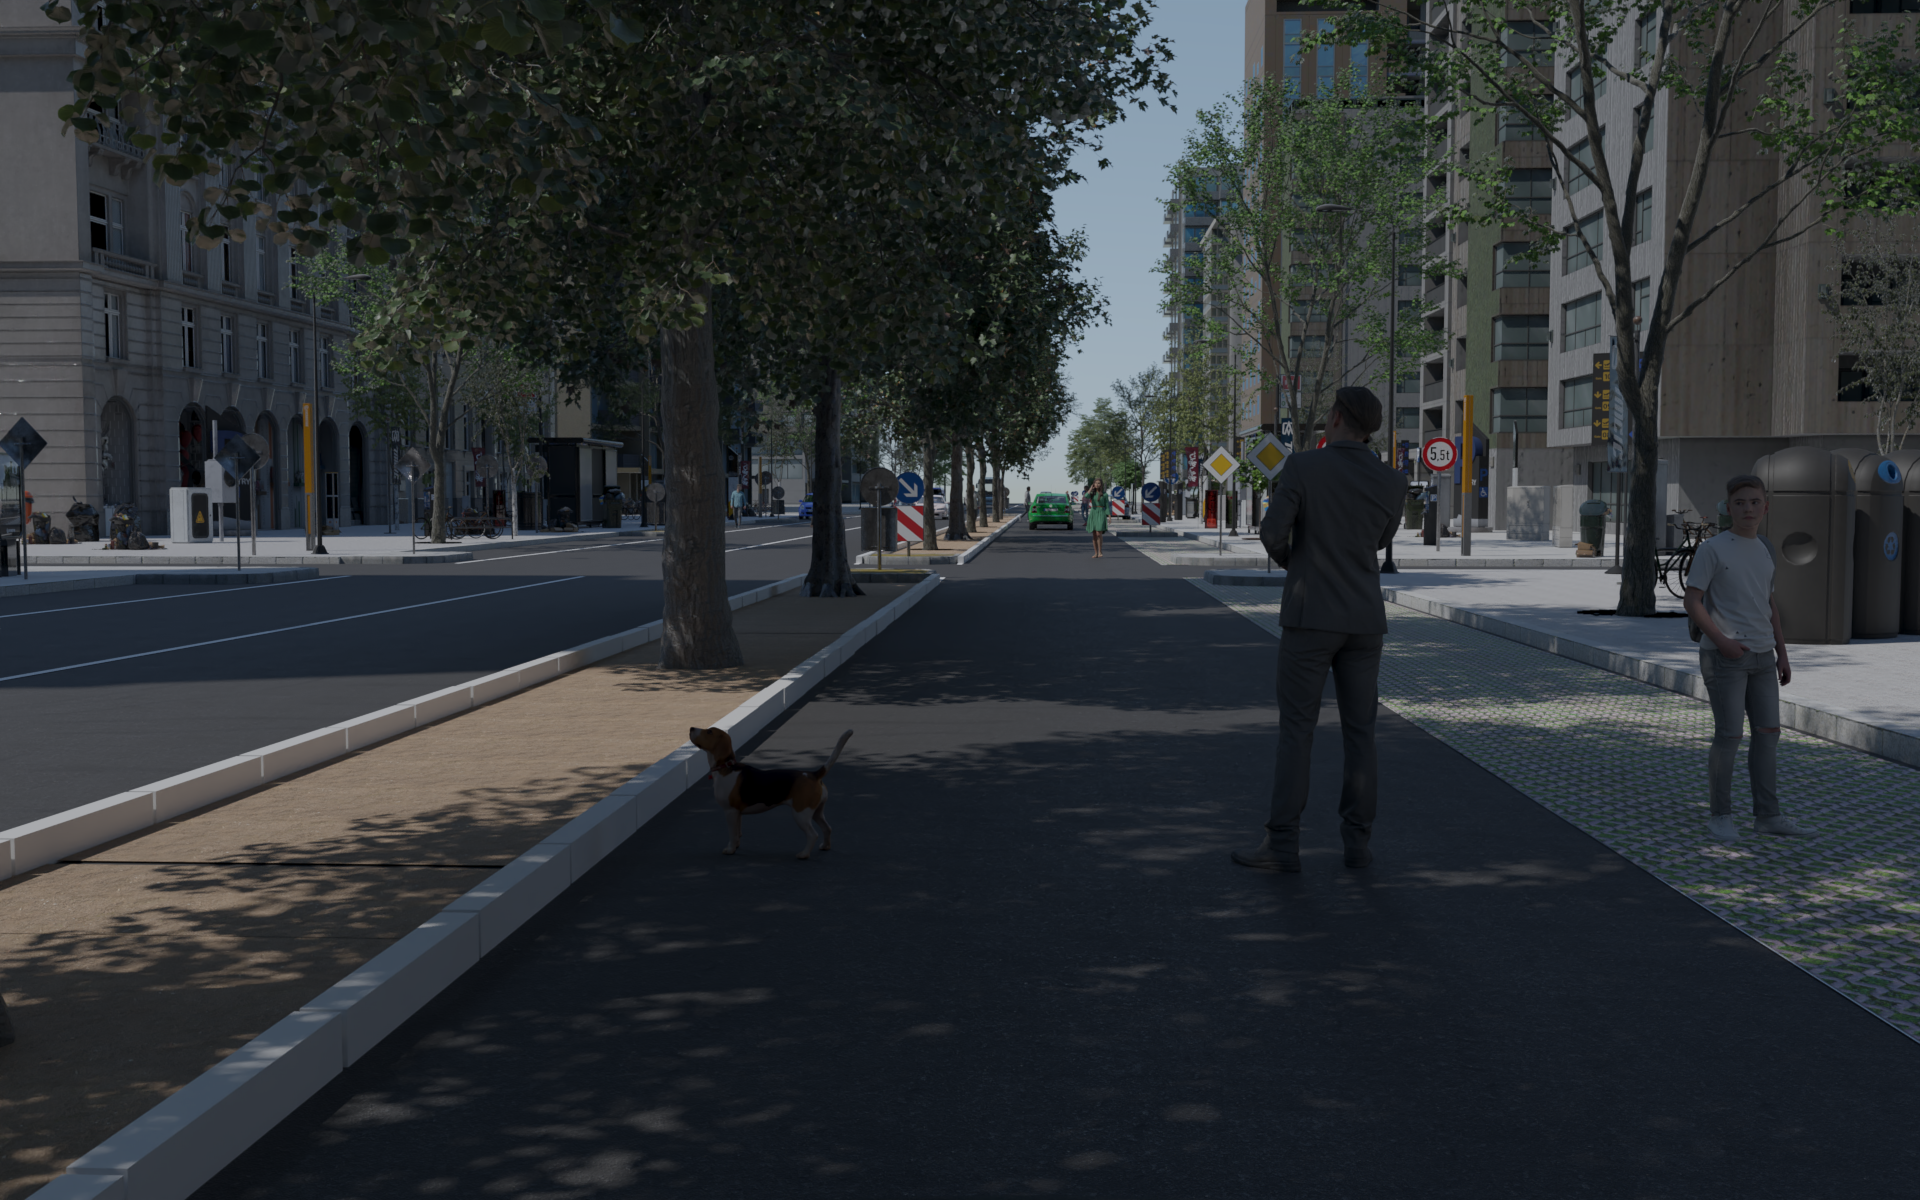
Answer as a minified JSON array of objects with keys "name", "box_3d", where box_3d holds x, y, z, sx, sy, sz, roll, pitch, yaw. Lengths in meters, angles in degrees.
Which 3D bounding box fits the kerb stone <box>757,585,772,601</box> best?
[{"name":"kerb stone","box_3d":[-2.708,-0.070,23.356,0.120,0.150,1.000,0,4,3]}]

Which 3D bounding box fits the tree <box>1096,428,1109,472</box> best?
[{"name":"tree","box_3d":[14.181,-12.344,152.194,4.737,8.622,4.395,0,3,0]}]

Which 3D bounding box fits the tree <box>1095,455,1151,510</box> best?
[{"name":"tree","box_3d":[14.082,-9.724,142.706,4.285,4.588,4.351,0,3,0]}]

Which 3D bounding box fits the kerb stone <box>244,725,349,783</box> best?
[{"name":"kerb stone","box_3d":[-3.454,0.807,9.006,0.120,0.150,1.000,0,4,3]}]

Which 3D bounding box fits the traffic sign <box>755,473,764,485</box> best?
[{"name":"traffic sign","box_3d":[-11.646,-6.187,101.257,0.768,2.556,0.104,1,4,12]}]

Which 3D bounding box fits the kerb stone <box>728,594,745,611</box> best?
[{"name":"kerb stone","box_3d":[-2.831,0.057,21.309,0.120,0.150,1.000,0,4,3]}]

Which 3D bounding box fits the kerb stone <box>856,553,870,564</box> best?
[{"name":"kerb stone","box_3d":[-2.055,-0.855,36.182,0.120,0.150,1.000,0,4,3]}]

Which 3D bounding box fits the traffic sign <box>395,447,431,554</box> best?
[{"name":"traffic sign","box_3d":[-11.649,-2.034,36.898,0.795,2.450,0.064,0,4,3]}]

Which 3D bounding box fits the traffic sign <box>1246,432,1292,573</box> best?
[{"name":"traffic sign","box_3d":[5.011,-1.491,28.028,0.795,2.450,0.064,0,4,3]}]

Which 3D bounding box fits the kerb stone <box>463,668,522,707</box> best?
[{"name":"kerb stone","box_3d":[-3.287,0.620,12.081,0.120,0.150,1.000,0,4,3]}]

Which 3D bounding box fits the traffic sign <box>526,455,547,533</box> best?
[{"name":"traffic sign","box_3d":[-13.918,-3.473,56.886,0.768,2.556,0.104,1,4,12]}]

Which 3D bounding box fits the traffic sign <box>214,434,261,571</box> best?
[{"name":"traffic sign","box_3d":[-12.060,-1.546,28.924,0.795,2.450,0.064,0,4,3]}]

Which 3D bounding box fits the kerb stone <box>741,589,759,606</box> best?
[{"name":"kerb stone","box_3d":[-2.771,-0.006,22.336,0.120,0.150,1.000,0,4,3]}]

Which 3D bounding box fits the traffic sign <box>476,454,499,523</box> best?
[{"name":"traffic sign","box_3d":[-15.203,-3.399,55.680,0.768,2.556,0.104,1,4,9]}]

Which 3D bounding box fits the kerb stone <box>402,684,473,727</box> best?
[{"name":"kerb stone","box_3d":[-3.350,0.681,11.061,0.120,0.150,1.000,0,4,3]}]

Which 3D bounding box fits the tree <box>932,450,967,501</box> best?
[{"name":"tree","box_3d":[-2.233,-21.278,266.017,7.486,12.596,7.792,0,3,0]}]

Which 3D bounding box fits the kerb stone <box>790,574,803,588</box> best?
[{"name":"kerb stone","box_3d":[-2.560,-0.259,26.429,0.120,0.150,1.000,0,4,3]}]

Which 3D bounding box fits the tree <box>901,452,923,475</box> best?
[{"name":"tree","box_3d":[-5.931,-15.267,199.971,4.360,8.622,3.978,0,3,0]}]

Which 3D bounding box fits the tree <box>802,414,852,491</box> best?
[{"name":"tree","box_3d":[-9.884,-10.883,128.292,4.737,8.622,4.395,0,3,0]}]

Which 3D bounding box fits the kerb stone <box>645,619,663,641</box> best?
[{"name":"kerb stone","box_3d":[-3.029,0.305,17.202,0.120,0.150,1.000,0,4,3]}]

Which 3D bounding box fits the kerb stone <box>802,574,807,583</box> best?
[{"name":"kerb stone","box_3d":[-2.498,-0.319,27.449,0.120,0.150,1.000,0,4,3]}]

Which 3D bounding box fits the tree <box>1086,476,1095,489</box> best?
[{"name":"tree","box_3d":[18.279,-14.760,225.039,4.285,4.588,4.351,0,3,0]}]

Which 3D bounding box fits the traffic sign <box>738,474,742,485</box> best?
[{"name":"traffic sign","box_3d":[-11.575,-5.344,89.508,0.606,2.300,0.079,0,4,8]}]

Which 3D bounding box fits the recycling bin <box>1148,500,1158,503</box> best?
[{"name":"recycling bin","box_3d":[11.464,-5.441,101.516,0.722,1.027,0.722,1,4,21]}]

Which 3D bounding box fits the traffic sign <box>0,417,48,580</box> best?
[{"name":"traffic sign","box_3d":[-14.028,-1.514,25.946,0.795,2.450,0.064,0,4,7]}]

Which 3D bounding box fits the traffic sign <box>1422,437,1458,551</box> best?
[{"name":"traffic sign","box_3d":[10.701,-2.360,38.688,0.768,2.556,0.104,1,4,11]}]

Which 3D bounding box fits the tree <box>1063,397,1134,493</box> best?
[{"name":"tree","box_3d":[17.026,-17.408,202.747,7.486,12.596,7.792,0,3,0]}]

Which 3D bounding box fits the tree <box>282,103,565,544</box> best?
[{"name":"tree","box_3d":[-13.400,-7.255,44.371,9.928,11.665,9.643,0,3,0]}]

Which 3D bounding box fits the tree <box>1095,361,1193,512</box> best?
[{"name":"tree","box_3d":[13.028,-11.389,120.630,7.601,10.594,8.767,-1,4,-22]}]

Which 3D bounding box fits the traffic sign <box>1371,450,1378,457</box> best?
[{"name":"traffic sign","box_3d":[11.415,-2.981,48.844,0.768,2.556,0.104,1,4,12]}]

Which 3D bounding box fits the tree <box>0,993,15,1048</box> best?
[{"name":"tree","box_3d":[-2.804,-5.798,3.908,9.857,13.997,8.962,0,3,0]}]

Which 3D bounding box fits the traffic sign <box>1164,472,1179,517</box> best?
[{"name":"traffic sign","box_3d":[11.152,-5.586,91.435,0.768,2.556,0.104,1,4,9]}]

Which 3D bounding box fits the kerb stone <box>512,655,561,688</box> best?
[{"name":"kerb stone","box_3d":[-3.240,0.556,13.104,0.120,0.150,1.000,0,4,3]}]

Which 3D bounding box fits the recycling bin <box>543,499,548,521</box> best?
[{"name":"recycling bin","box_3d":[-19.498,-4.284,82.589,0.722,1.027,0.722,3,4,37]}]

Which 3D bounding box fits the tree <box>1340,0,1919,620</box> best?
[{"name":"tree","box_3d":[7.056,-5.626,17.733,9.928,11.665,9.643,0,3,0]}]

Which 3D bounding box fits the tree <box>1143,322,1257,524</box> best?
[{"name":"tree","box_3d":[10.364,-7.544,73.706,4.737,8.622,4.395,0,3,0]}]

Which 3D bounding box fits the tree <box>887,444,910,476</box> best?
[{"name":"tree","box_3d":[-5.267,-16.925,211.132,8.767,10.594,7.601,-3,5,-41]}]

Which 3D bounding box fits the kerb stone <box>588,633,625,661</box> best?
[{"name":"kerb stone","box_3d":[-3.141,0.431,15.155,0.120,0.150,1.000,0,4,3]}]

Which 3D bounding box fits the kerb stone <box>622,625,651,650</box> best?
[{"name":"kerb stone","box_3d":[-3.089,0.375,16.181,0.120,0.150,1.000,0,4,3]}]

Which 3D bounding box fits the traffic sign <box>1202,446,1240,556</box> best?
[{"name":"traffic sign","box_3d":[5.421,-1.979,36.002,0.795,2.450,0.064,0,4,3]}]

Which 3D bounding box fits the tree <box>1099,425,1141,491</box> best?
[{"name":"tree","box_3d":[15.690,-13.481,170.784,4.360,8.622,3.978,0,3,0]}]

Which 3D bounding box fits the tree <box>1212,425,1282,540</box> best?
[{"name":"tree","box_3d":[8.282,-3.296,48.495,1.663,3.219,1.824,0,3,0]}]

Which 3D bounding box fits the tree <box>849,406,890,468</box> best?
[{"name":"tree","box_3d":[-6.810,-16.732,183.930,12.009,13.543,11.850,0,3,0]}]

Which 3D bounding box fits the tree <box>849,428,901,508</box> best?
[{"name":"tree","box_3d":[-7.953,-12.303,151.514,4.360,8.622,3.978,0,3,0]}]

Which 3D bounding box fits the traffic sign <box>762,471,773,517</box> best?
[{"name":"traffic sign","box_3d":[-10.677,-5.815,95.186,0.768,2.556,0.104,1,4,12]}]

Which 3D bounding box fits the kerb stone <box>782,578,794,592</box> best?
[{"name":"kerb stone","box_3d":[-2.605,-0.192,25.406,0.120,0.150,1.000,0,4,3]}]

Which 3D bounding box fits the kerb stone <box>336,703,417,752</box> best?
[{"name":"kerb stone","box_3d":[-3.404,0.747,10.039,0.120,0.150,1.000,0,4,3]}]

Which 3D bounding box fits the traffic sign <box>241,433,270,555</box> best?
[{"name":"traffic sign","box_3d":[-14.785,-2.207,36.195,0.768,2.556,0.104,1,4,10]}]

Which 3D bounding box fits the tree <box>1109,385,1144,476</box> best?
[{"name":"tree","box_3d":[11.921,-9.096,99.079,4.737,8.622,4.395,0,3,0]}]

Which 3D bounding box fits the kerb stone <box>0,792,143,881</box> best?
[{"name":"kerb stone","box_3d":[-3.557,0.932,6.956,0.120,0.150,1.000,0,4,3]}]

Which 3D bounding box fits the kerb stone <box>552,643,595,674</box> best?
[{"name":"kerb stone","box_3d":[-3.189,0.493,14.134,0.120,0.150,1.000,0,4,3]}]

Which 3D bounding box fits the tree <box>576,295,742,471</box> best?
[{"name":"tree","box_3d":[-12.822,-8.610,75.184,7.601,10.594,8.767,2,4,34]}]

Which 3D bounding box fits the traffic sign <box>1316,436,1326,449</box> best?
[{"name":"traffic sign","box_3d":[7.848,-2.217,36.353,0.768,2.556,0.104,1,4,9]}]

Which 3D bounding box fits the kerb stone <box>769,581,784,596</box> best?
[{"name":"kerb stone","box_3d":[-2.654,-0.134,24.383,0.120,0.150,1.000,0,4,3]}]

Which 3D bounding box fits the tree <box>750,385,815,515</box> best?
[{"name":"tree","box_3d":[-10.963,-9.489,105.500,4.360,8.622,3.978,0,3,0]}]

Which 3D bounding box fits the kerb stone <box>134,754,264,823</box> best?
[{"name":"kerb stone","box_3d":[-3.504,0.870,7.977,0.120,0.150,1.000,0,4,3]}]
